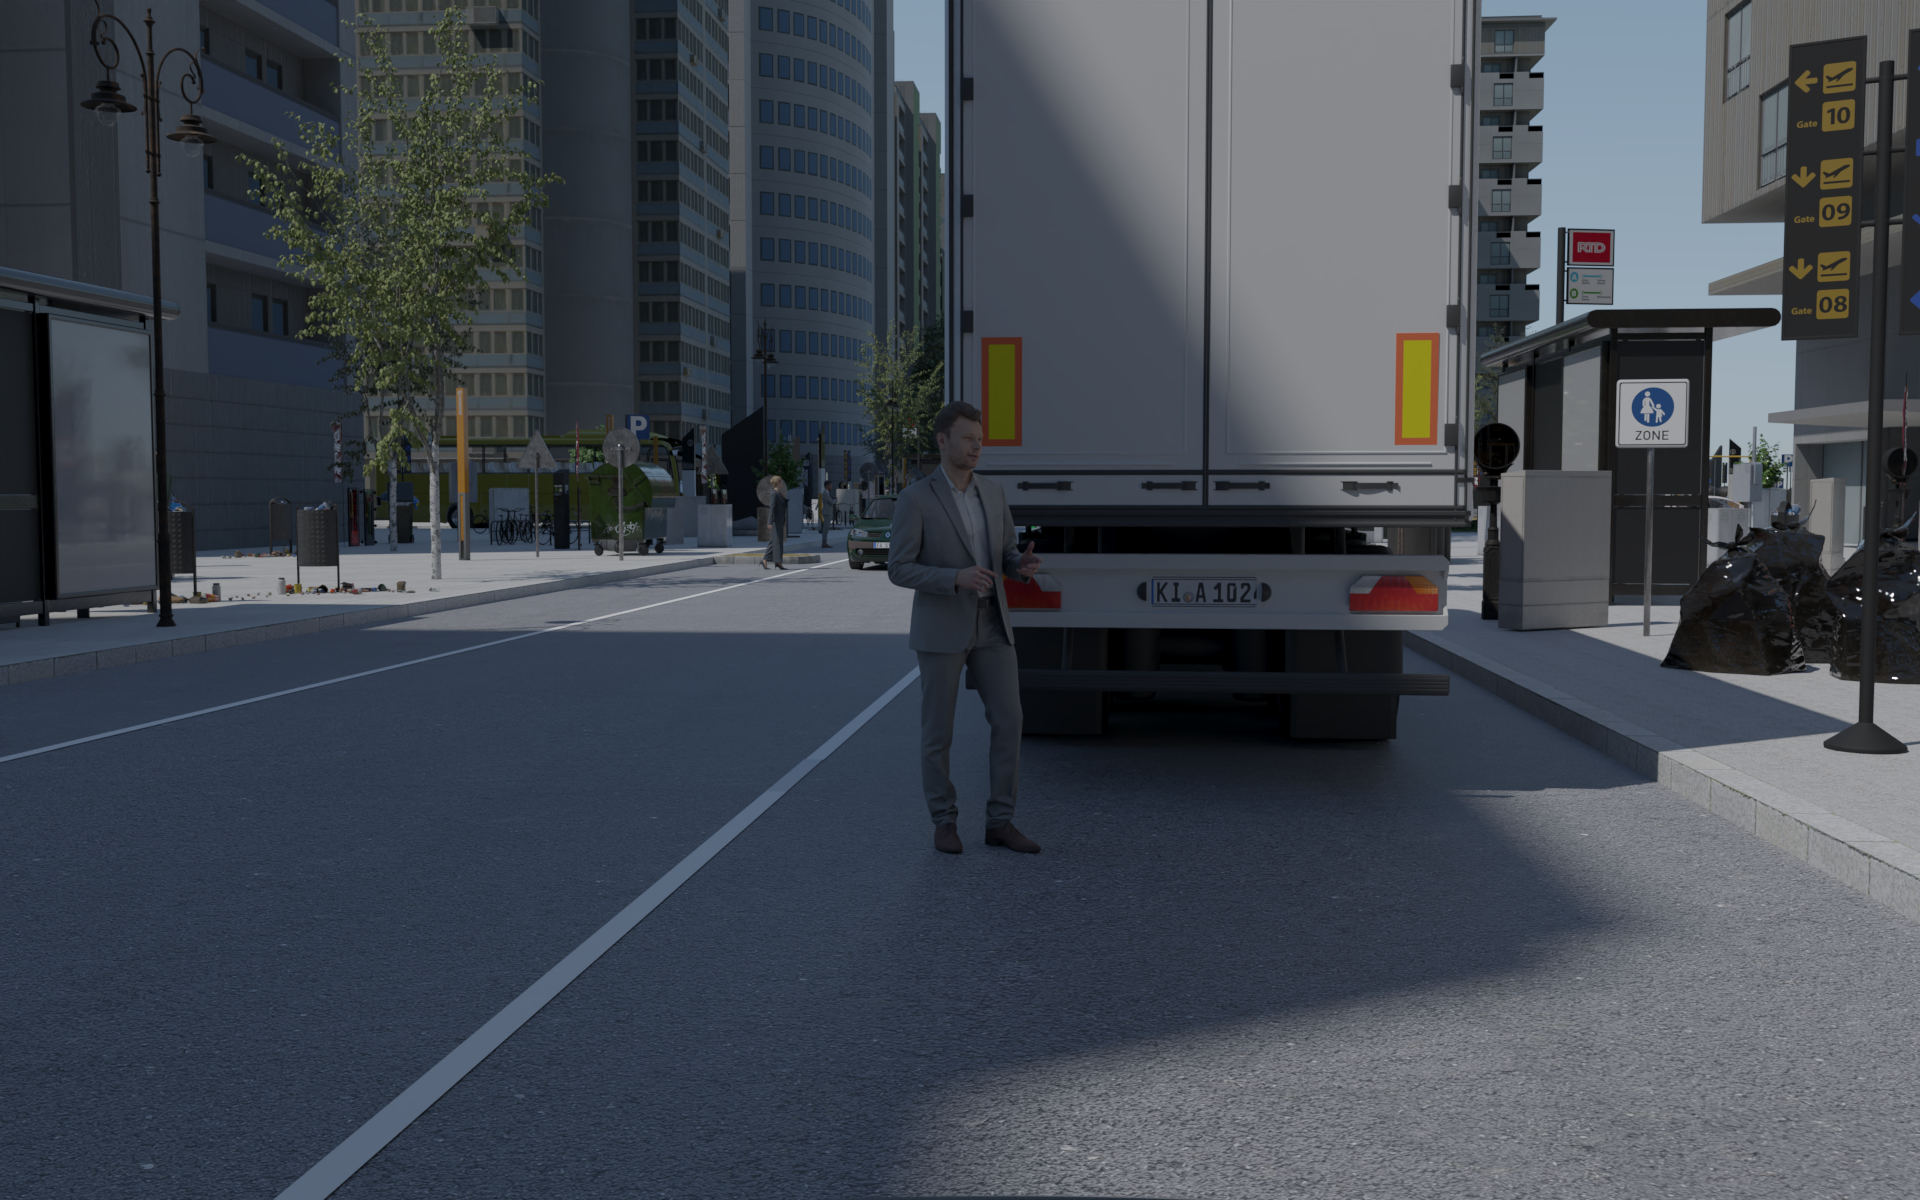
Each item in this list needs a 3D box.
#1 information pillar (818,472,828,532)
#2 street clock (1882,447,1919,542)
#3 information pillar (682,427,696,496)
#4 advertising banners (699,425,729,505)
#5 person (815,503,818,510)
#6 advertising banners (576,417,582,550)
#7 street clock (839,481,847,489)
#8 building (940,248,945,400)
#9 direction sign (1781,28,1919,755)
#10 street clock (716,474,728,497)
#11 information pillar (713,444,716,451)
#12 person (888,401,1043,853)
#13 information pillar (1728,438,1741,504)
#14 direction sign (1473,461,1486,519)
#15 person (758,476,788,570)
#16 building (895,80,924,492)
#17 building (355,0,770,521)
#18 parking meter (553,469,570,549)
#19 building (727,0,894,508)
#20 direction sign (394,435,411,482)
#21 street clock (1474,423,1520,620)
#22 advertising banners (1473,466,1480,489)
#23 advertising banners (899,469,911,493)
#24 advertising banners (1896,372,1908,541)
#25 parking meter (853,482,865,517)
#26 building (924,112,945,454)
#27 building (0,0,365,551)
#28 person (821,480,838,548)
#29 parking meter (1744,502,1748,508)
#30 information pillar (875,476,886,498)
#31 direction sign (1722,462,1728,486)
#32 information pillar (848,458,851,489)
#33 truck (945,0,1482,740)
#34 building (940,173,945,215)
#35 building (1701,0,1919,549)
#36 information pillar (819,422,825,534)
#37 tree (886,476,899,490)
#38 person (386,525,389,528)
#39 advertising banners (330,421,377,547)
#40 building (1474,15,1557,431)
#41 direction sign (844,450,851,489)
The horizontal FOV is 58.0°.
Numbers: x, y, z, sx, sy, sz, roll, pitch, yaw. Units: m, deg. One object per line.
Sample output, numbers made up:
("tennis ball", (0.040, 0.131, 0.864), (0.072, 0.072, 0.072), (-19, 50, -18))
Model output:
("information pillar", (-4.644, -3.309, 58.601), (0.304, 2.012, 0.304), (0, 4, 3))
("street clock", (14.546, -1.363, 26.859), (0.471, 2.002, 0.358), (0, 4, 5))
("information pillar", (-9.458, -4.229, 60.504), (0.504, 3.616, 0.183), (1, 4, 15))
("advertising banners", (-6.387, -2.983, 44.966), (0.090, 3.025, 2.074), (1, 4, 12))
("person", (-5.296, -3.564, 66.681), (0.656, 1.842, 0.836), (1, 4, 15))
("advertising banners", (-8.758, -2.665, 39.755), (0.090, 3.025, 2.074), (-1, 4, -11))
("street clock", (-6.708, -5.795, 99.310), (0.471, 2.002, 0.358), (-3, 4, -38))
("building", (-9.186, -25.934, 195.718), (14.160, 30.474, 14.107), (0, 4, 5))
("direction sign", (4.549, -1.015, 8.599), (0.876, 3.537, 0.379), (2, 4, 33))
("street clock", (-7.103, -2.881, 51.672), (0.358, 2.002, 0.471), (-2, 4, -25))
("information pillar", (-11.454, -5.450, 80.464), (0.183, 3.616, 0.504), (-2, 4, -26))
("person", (0.052, 0.110, 6.901), (0.606, 1.804, 0.583), (-3, 4, -37))
("information pillar", (32.596, -4.990, 72.944), (0.504, 3.616, 0.183), (1, 4, 9))
("direction sign", (23.856, -5.365, 79.709), (0.379, 3.537, 0.876), (-2, 4, -27))
("person", (-3.510, -1.456, 32.728), (0.534, 1.772, 0.576), (-1, 4, -20))
("building", (-11.630, -29.574, 167.133), (14.154, 41.232, 14.086), (0, 4, 5))
("building", (-25.832, -24.547, 93.230), (32.217, 40.220, 23.993), (0, 4, 5))
("parking meter", (-9.305, -2.125, 40.447), (0.255, 1.863, 0.399), (1, 4, 11))
("building", (-17.072, -35.721, 126.034), (21.231, 58.520, 28.212), (0, 4, 5))
("direction sign", (-20.497, -4.385, 63.699), (0.379, 3.537, 0.876), (2, 4, 25))
("street clock", (5.442, -0.801, 17.670), (0.471, 2.002, 0.358), (1, 4, 11))
("advertising banners", (25.652, -5.623, 88.127), (0.090, 3.025, 2.074), (-3, 4, -38))
("advertising banners", (-4.244, -7.589, 120.261), (2.074, 3.025, 0.090), (-2, 4, -25))
("advertising banners", (13.274, -1.725, 24.388), (0.090, 3.025, 2.074), (2, 4, 30))
("parking meter", (-4.946, -4.779, 83.855), (0.399, 1.863, 0.255), (2, 4, 34))
("building", (-9.666, -30.427, 181.070), (14.154, 41.232, 14.086), (0, 4, 5))
("building", (-30.616, -30.611, 42.483), (28.212, 58.520, 21.231), (0, 4, 5))
("person", (-3.483, -2.300, 46.282), (0.466, 1.800, 0.511), (-1, 4, -18))
("parking meter", (24.004, -2.866, 52.566), (0.399, 1.863, 0.255), (-1, 4, -18))
("information pillar", (-3.181, -3.924, 68.642), (0.304, 2.012, 0.304), (-2, 4, -31))
("direction sign", (54.786, -8.081, 124.124), (0.876, 3.537, 0.379), (-3, 5, -45))
("information pillar", (-7.191, -7.381, 112.026), (0.183, 3.616, 0.504), (-2, 4, -33))
("truck", (1.775, -1.503, 13.486), (2.839, 4.237, 11.283), (0, 4, 7))
("building", (-5.786, -39.188, 264.432), (21.300, 48.544, 21.600), (0, 4, 5))
("building", (32.342, -27.084, 32.057), (28.713, 52.752, 27.495), (0, 4, 5))
("information pillar", (-4.457, -3.955, 56.019), (0.183, 3.616, 0.504), (1, 4, 10))
("tree", (-5.087, -7.936, 124.357), (1.663, 3.219, 1.824), (0, 3, 0))
("person", (-22.685, -3.466, 69.444), (0.640, 1.303, 0.475), (0, 4, -7))
("advertising banners", (-14.803, -2.819, 42.275), (0.090, 3.025, 2.074), (1, 4, 9))
("building", (47.761, -36.806, 191.016), (28.713, 52.752, 27.495), (0, 4, 5))
("direction sign", (-5.828, -5.961, 89.451), (0.379, 3.537, 0.876), (1, 4, 18))
